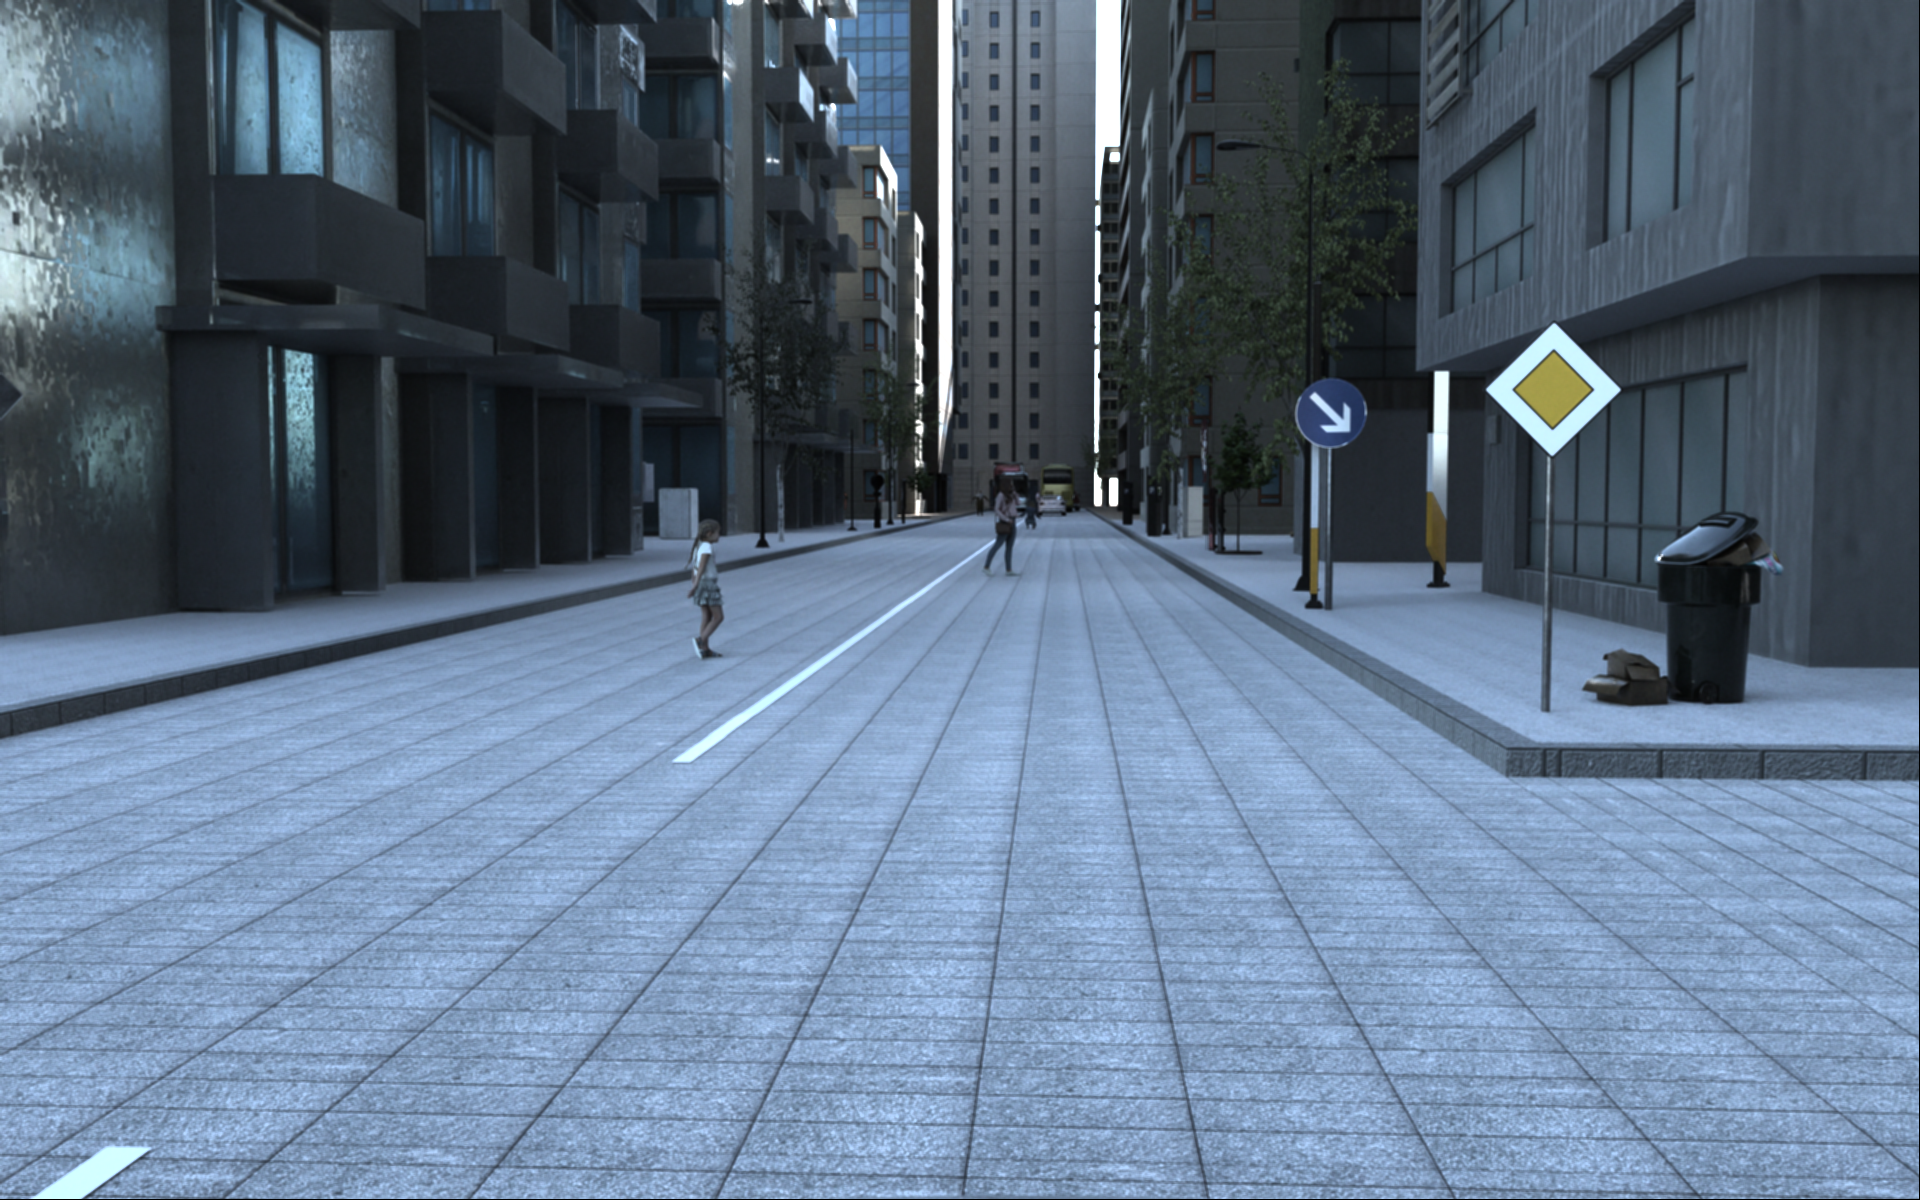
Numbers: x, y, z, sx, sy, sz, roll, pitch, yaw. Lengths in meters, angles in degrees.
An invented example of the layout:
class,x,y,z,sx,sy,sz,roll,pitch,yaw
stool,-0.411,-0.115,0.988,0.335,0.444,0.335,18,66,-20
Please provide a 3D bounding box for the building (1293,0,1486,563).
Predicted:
class,x,y,z,sx,sy,sz,roll,pitch,yaw
building,14.323,-16.295,38.117,14.160,30.474,14.107,0,4,3

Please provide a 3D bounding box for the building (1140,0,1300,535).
class,x,y,z,sx,sy,sz,roll,pitch,yaw
building,21.621,-13.604,67.463,27.650,21.520,28.899,0,4,3

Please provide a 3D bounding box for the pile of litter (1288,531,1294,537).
class,x,y,z,sx,sy,sz,roll,pitch,yaw
pile of litter,10.311,-2.295,51.492,1.176,0.858,1.719,2,4,33

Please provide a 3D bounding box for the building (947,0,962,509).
class,x,y,z,sx,sy,sz,roll,pitch,yaw
building,-13.512,-34.103,146.828,27.495,52.752,28.713,0,4,3

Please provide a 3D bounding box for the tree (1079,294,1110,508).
class,x,y,z,sx,sy,sz,roll,pitch,yaw
tree,6.036,-6.045,49.205,4.737,8.622,4.395,0,3,0

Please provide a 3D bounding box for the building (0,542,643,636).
class,x,y,z,sx,sy,sz,roll,pitch,yaw
building,-17.528,-24.848,25.871,23.786,49.044,30.456,0,4,3

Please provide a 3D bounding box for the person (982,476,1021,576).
class,x,y,z,sx,sy,sz,roll,pitch,yaw
person,0.729,-1.301,30.357,0.643,1.750,0.593,2,4,26

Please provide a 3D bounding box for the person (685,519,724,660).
class,x,y,z,sx,sy,sz,roll,pitch,yaw
person,-2.279,-0.100,15.151,0.382,1.210,0.505,-2,4,-29

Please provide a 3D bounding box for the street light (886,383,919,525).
class,x,y,z,sx,sy,sz,roll,pitch,yaw
street light,-2.391,-6.117,72.558,1.470,5.913,1.316,0,4,3

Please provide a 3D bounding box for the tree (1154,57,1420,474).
class,x,y,z,sx,sy,sz,roll,pitch,yaw
tree,5.669,-4.811,29.024,4.737,8.622,4.395,0,3,0

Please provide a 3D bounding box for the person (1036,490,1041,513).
class,x,y,z,sx,sy,sz,roll,pitch,yaw
person,5.551,-6.877,121.875,0.436,1.711,0.756,0,4,2

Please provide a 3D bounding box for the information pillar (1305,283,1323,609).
class,x,y,z,sx,sy,sz,roll,pitch,yaw
information pillar,4.011,-1.722,19.504,0.183,3.616,0.504,1,4,13

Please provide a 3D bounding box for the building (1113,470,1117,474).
class,x,y,z,sx,sy,sz,roll,pitch,yaw
building,24.895,-32.005,142.896,23.786,49.044,30.456,0,4,3

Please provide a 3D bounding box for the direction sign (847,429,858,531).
class,x,y,z,sx,sy,sz,roll,pitch,yaw
direction sign,-3.787,-4.207,60.778,0.379,3.537,0.876,0,4,-5

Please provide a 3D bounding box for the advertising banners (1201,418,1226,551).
class,x,y,z,sx,sy,sz,roll,pitch,yaw
advertising banners,5.728,-2.635,39.269,0.090,3.025,2.074,0,4,-6

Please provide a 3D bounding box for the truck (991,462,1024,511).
class,x,y,z,sx,sy,sz,roll,pitch,yaw
truck,4.341,-10.126,154.471,2.839,4.237,11.283,0,4,3

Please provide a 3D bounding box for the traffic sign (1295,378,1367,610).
class,x,y,z,sx,sy,sz,roll,pitch,yaw
traffic sign,4.087,-1.164,19.130,0.768,2.556,0.104,1,4,13

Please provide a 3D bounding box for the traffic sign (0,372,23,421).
class,x,y,z,sx,sy,sz,roll,pitch,yaw
traffic sign,-6.178,-0.433,10.726,0.795,2.450,0.064,0,4,3

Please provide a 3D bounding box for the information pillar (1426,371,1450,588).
class,x,y,z,sx,sy,sz,roll,pitch,yaw
information pillar,6.543,-1.979,23.706,0.183,3.616,0.504,3,5,40

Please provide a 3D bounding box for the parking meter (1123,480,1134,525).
class,x,y,z,sx,sy,sz,roll,pitch,yaw
parking meter,7.027,-4.080,72.417,0.399,1.863,0.255,2,4,32

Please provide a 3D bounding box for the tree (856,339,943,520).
class,x,y,z,sx,sy,sz,roll,pitch,yaw
tree,-3.092,-8.121,83.148,4.737,8.622,4.395,0,3,0

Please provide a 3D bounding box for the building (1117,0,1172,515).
class,x,y,z,sx,sy,sz,roll,pitch,yaw
building,21.779,-30.174,117.050,21.300,48.544,21.600,0,4,3

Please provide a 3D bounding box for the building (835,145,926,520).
class,x,y,z,sx,sy,sz,roll,pitch,yaw
building,-16.880,-15.666,101.182,27.650,21.520,28.899,0,4,3

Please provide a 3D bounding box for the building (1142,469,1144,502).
class,x,y,z,sx,sy,sz,roll,pitch,yaw
building,20.916,-40.158,94.830,20.563,71.187,20.611,0,4,3

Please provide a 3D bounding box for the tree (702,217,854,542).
class,x,y,z,sx,sy,sz,roll,pitch,yaw
tree,-4.786,-5.856,46.103,4.360,8.622,3.978,0,3,0

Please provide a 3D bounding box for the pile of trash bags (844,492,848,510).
class,x,y,z,sx,sy,sz,roll,pitch,yaw
pile of trash bags,-7.169,-4.596,84.897,3.447,1.369,1.912,1,4,11

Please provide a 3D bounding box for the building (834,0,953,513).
class,x,y,z,sx,sy,sz,roll,pitch,yaw
building,-7.883,-28.840,121.640,14.600,45.320,14.200,0,4,3

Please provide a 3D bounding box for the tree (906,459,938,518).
class,x,y,z,sx,sy,sz,roll,pitch,yaw
tree,-2.251,-6.082,94.048,1.663,3.219,1.824,0,3,0

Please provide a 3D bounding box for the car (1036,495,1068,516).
class,x,y,z,sx,sy,sz,roll,pitch,yaw
car,6.135,-6.300,115.367,2.083,1.381,4.827,0,4,3

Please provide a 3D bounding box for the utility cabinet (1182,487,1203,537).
class,x,y,z,sx,sy,sz,roll,pitch,yaw
utility cabinet,6.851,-2.618,51.487,0.318,1.500,1.173,2,4,30

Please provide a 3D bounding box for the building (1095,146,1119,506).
class,x,y,z,sx,sy,sz,roll,pitch,yaw
building,26.477,-30.076,183.623,23.993,40.220,32.217,0,4,3

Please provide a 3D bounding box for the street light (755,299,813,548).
class,x,y,z,sx,sy,sz,roll,pitch,yaw
street light,-4.201,-4.209,41.355,1.470,5.913,1.316,0,4,3

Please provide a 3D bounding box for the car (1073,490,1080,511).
class,x,y,z,sx,sy,sz,roll,pitch,yaw
car,9.256,-8.596,149.223,2.281,1.827,5.304,0,4,2

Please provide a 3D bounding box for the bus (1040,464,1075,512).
class,x,y,z,sx,sy,sz,roll,pitch,yaw
bus,7.848,-9.047,139.461,2.896,3.916,12.252,0,4,3

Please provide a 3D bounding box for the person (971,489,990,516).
class,x,y,z,sx,sy,sz,roll,pitch,yaw
person,1.328,-6.347,113.010,1.217,1.736,0.721,-1,4,-10

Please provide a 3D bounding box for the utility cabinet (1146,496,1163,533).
class,x,y,z,sx,sy,sz,roll,pitch,yaw
utility cabinet,6.372,-2.792,56.817,0.306,1.237,1.020,-1,4,-9

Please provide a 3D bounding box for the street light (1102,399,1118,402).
class,x,y,z,sx,sy,sz,roll,pitch,yaw
street light,7.631,-6.874,84.924,1.470,5.913,1.316,0,4,3

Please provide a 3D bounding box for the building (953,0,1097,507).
class,x,y,z,sx,sy,sz,roll,pitch,yaw
building,-0.096,-39.011,179.828,28.212,58.520,21.231,0,4,3

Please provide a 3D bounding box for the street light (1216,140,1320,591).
class,x,y,z,sx,sy,sz,roll,pitch,yaw
street light,4.062,-3.079,22.878,1.470,5.913,1.316,0,4,3

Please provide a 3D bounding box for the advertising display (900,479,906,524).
class,x,y,z,sx,sy,sz,roll,pitch,yaw
advertising display,-2.463,-4.269,75.017,0.123,1.923,0.974,-1,4,-8

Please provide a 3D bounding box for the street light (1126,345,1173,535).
class,x,y,z,sx,sy,sz,roll,pitch,yaw
street light,5.945,-4.989,54.114,1.470,5.913,1.316,0,4,3

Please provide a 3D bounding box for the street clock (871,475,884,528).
class,x,y,z,sx,sy,sz,roll,pitch,yaw
street clock,-3.115,-3.713,65.269,0.471,2.002,0.358,-3,4,-37

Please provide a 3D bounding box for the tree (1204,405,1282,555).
class,x,y,z,sx,sy,sz,roll,pitch,yaw
tree,5.860,-2.593,37.000,1.663,3.219,1.824,0,3,0

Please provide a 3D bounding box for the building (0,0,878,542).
class,x,y,z,sx,sy,sz,roll,pitch,yaw
building,-15.834,-27.193,64.221,23.786,49.044,30.456,0,4,3

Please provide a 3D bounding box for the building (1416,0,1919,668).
class,x,y,z,sx,sy,sz,roll,pitch,yaw
building,12.425,-20.230,14.358,14.086,41.232,14.154,0,4,3

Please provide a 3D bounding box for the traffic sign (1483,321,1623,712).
class,x,y,z,sx,sy,sz,roll,pitch,yaw
traffic sign,3.449,-0.398,10.146,0.795,2.450,0.064,0,4,3

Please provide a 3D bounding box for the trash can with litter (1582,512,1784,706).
class,x,y,z,sx,sy,sz,roll,pitch,yaw
trash can with litter,4.432,0.046,10.640,1.055,1.170,0.624,-1,4,-18

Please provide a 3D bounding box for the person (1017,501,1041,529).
class,x,y,z,sx,sy,sz,roll,pitch,yaw
person,2.831,-3.509,71.376,1.012,1.151,0.738,0,4,4

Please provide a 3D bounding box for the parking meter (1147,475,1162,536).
class,x,y,z,sx,sy,sz,roll,pitch,yaw
parking meter,5.918,-2.870,52.637,0.399,1.863,0.255,3,5,43

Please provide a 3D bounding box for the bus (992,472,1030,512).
class,x,y,z,sx,sy,sz,roll,pitch,yaw
bus,4.292,-8.913,140.582,2.948,3.499,13.247,0,4,3

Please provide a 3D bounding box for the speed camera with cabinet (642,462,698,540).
class,x,y,z,sx,sy,sz,roll,pitch,yaw
speed camera with cabinet,-8.486,-3.357,49.228,2.038,3.252,0.660,1,4,16
